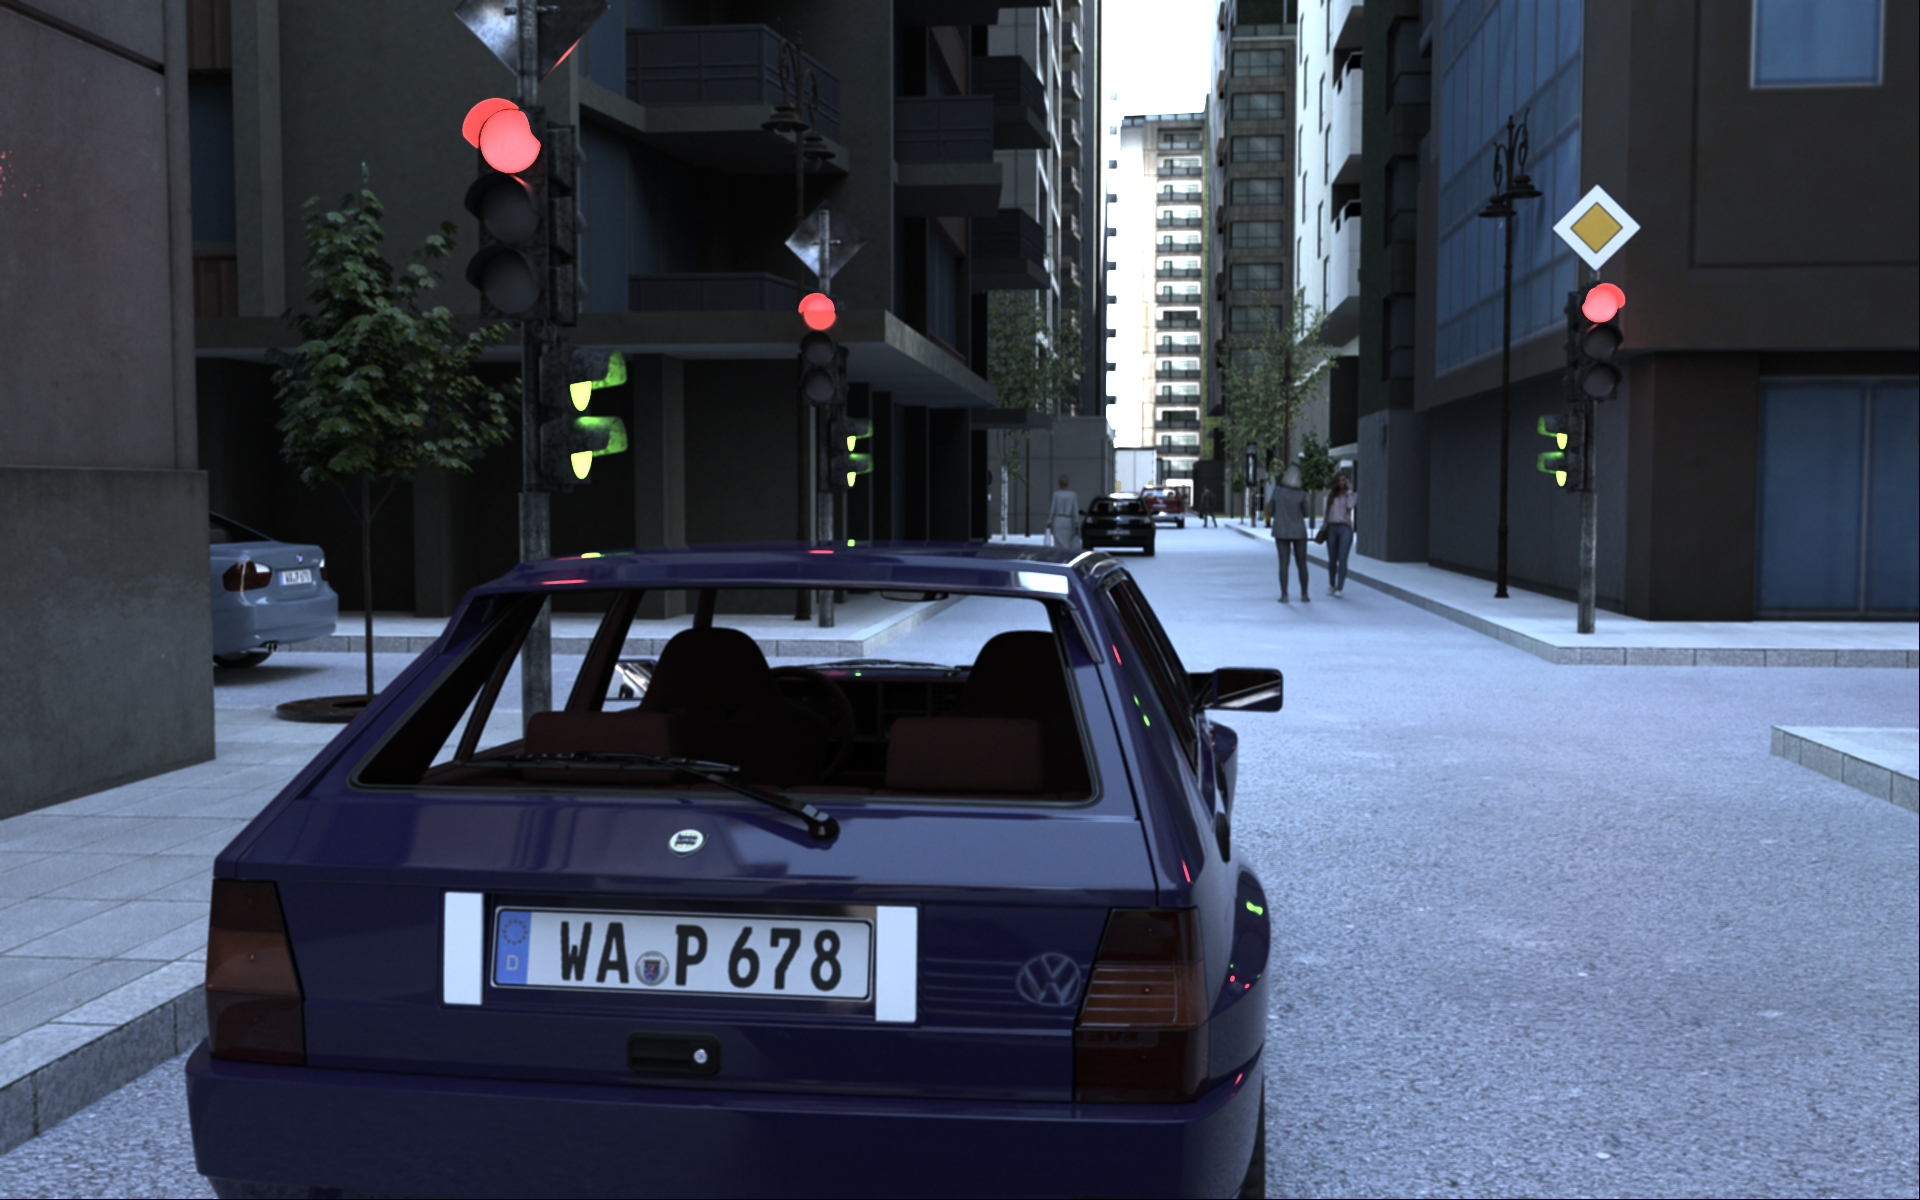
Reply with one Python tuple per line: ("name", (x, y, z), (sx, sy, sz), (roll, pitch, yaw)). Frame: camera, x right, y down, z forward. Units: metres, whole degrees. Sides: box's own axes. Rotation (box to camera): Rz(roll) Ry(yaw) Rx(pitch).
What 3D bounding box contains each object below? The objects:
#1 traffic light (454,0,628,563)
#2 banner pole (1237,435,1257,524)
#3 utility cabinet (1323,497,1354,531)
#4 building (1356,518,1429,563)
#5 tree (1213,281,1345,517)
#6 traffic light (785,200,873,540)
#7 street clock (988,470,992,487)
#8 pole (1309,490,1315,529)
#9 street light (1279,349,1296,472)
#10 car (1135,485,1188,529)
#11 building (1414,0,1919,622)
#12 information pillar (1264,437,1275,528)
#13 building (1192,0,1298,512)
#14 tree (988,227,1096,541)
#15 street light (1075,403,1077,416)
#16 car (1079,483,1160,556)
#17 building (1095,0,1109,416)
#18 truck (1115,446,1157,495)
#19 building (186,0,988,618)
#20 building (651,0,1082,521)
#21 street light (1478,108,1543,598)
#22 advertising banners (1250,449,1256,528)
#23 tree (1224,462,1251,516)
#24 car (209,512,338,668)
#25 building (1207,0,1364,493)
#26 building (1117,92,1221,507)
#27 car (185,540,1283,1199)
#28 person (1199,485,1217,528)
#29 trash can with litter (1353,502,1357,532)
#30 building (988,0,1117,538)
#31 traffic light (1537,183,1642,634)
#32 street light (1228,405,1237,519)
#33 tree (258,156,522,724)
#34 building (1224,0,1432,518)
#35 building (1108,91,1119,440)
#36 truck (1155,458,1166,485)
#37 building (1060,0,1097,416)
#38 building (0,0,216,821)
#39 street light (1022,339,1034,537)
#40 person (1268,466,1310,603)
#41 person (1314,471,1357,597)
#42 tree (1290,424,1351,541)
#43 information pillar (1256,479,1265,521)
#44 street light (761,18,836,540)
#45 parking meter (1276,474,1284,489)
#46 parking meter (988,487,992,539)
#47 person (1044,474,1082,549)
("traffic light", (-2.120, -1.206, 8.642), (0.839, 4.253, 0.868), (0, 4, 6))
("banner pole", (12.221, -5.111, 73.581), (0.863, 3.779, 0.401), (2, 4, 31))
("utility cabinet", (11.589, -2.561, 53.038), (1.020, 1.237, 0.306), (-2, 4, -33))
("building", (15.715, -16.265, 37.642), (14.160, 30.474, 14.107), (0, 4, 6))
("tree", (10.929, -6.670, 59.419), (4.737, 8.622, 4.395), (0, 3, 0))
("traffic light", (-1.272, -1.692, 16.582), (0.839, 4.253, 0.868), (0, 4, 6))
("street clock", (0.775, -2.941, 52.657), (0.358, 2.002, 0.471), (2, 4, 25))
("pole", (13.061, -4.300, 64.142), (0.158, 3.312, 0.155), (0, 3, 0))
("street light", (10.476, -5.062, 55.552), (0.468, 5.910, 1.993), (0, 4, 6))
("car", (8.543, -3.978, 73.712), (2.281, 1.827, 5.304), (0, 4, 8))
("building", (14.290, -22.736, 21.844), (14.200, 45.320, 14.600), (0, 4, 6))
("information pillar", (11.831, -4.570, 66.067), (0.183, 3.616, 0.504), (3, 5, 44))
("building", (27.745, -42.051, 125.788), (20.563, 71.187, 20.611), (0, 4, 6))
("tree", (1.460, -5.932, 47.347), (4.737, 8.622, 4.395), (0, 3, 0))
("street light", (5.755, -6.934, 86.156), (0.468, 5.910, 1.993), (0, 4, 6))
("car", (3.800, -1.943, 41.556), (2.009, 1.686, 4.222), (0, 4, 5))
("building", (6.455, -31.207, 160.341), (14.200, 45.320, 14.600), (0, 4, 6))
("truck", (10.857, -7.264, 107.681), (2.839, 4.237, 11.283), (0, 4, 6))
("building", (-9.809, -22.986, 30.440), (22.147, 44.769, 28.867), (0, 4, 6))
("building", (-3.929, -27.632, 106.404), (22.147, 44.769, 28.867), (0, 4, 6))
("street light", (6.715, -2.966, 21.288), (0.468, 5.910, 1.993), (0, 4, 6))
("advertising banners", (11.328, -4.331, 66.992), (0.090, 3.025, 2.074), (0, 4, 4))
("tree", (16.746, -6.662, 103.530), (1.663, 3.219, 1.824), (0, 3, 0))
("car", (-7.283, -0.102, 13.669), (4.499, 1.417, 2.014), (0, 4, 5))
("building", (35.445, -34.277, 149.675), (28.713, 52.752, 27.495), (0, 4, 6))
("building", (23.398, -30.362, 180.013), (14.086, 41.232, 14.154), (0, 4, 6))
("car", (-0.157, 0.504, 4.333), (1.945, 1.354, 3.894), (0, 4, 8))
("person", (10.654, -4.029, 74.334), (0.622, 1.834, 0.822), (-1, 4, -23))
("trash can with litter", (13.072, -2.820, 57.495), (1.055, 1.170, 0.624), (-1, 4, -9))
("building", (-4.459, -38.240, 63.484), (20.563, 71.187, 20.611), (0, 4, 6))
("traffic light", (5.751, -1.647, 15.851), (0.839, 4.253, 0.868), (0, 4, 6))
("street light", (14.142, -7.159, 89.841), (0.468, 5.910, 1.993), (0, 4, 6))
("tree", (-3.451, -0.939, 9.957), (1.663, 3.219, 1.824), (0, 3, 0))
("building", (23.936, -20.692, 110.011), (14.160, 30.474, 14.107), (0, 4, 6))
("building", (1.733, -34.680, 186.625), (30.456, 49.044, 23.786), (0, 4, 6))
("truck", (14.984, -9.146, 138.445), (2.839, 4.237, 11.283), (0, 4, 8))
("building", (2.831, -27.174, 127.895), (14.154, 41.232, 14.086), (0, 4, 6))
("building", (-18.523, -10.317, 1.974), (30.059, 22.955, 16.112), (0, 4, 6))
("street light", (2.022, -4.823, 51.648), (0.468, 5.910, 1.993), (0, 4, 6))
("person", (4.371, -0.876, 23.013), (0.537, 1.800, 0.526), (2, 4, 24))
("person", (5.286, -0.926, 24.235), (0.593, 1.750, 0.643), (2, 4, 30))
("tree", (9.664, -3.241, 47.586), (1.663, 3.219, 1.824), (0, 3, 0))
("information pillar", (14.558, -4.862, 83.982), (0.304, 2.012, 0.304), (-1, 4, -16))
("street light", (-1.606, -2.733, 17.480), (0.468, 5.910, 1.993), (0, 4, 6))
("parking meter", (9.307, -2.713, 50.061), (0.255, 1.863, 0.399), (-1, 4, -14))
("parking meter", (0.715, -2.514, 49.510), (0.372, 1.533, 0.369), (0, 3, 0))
("person", (1.799, -1.327, 30.551), (0.694, 1.780, 0.624), (1, 4, 10))
